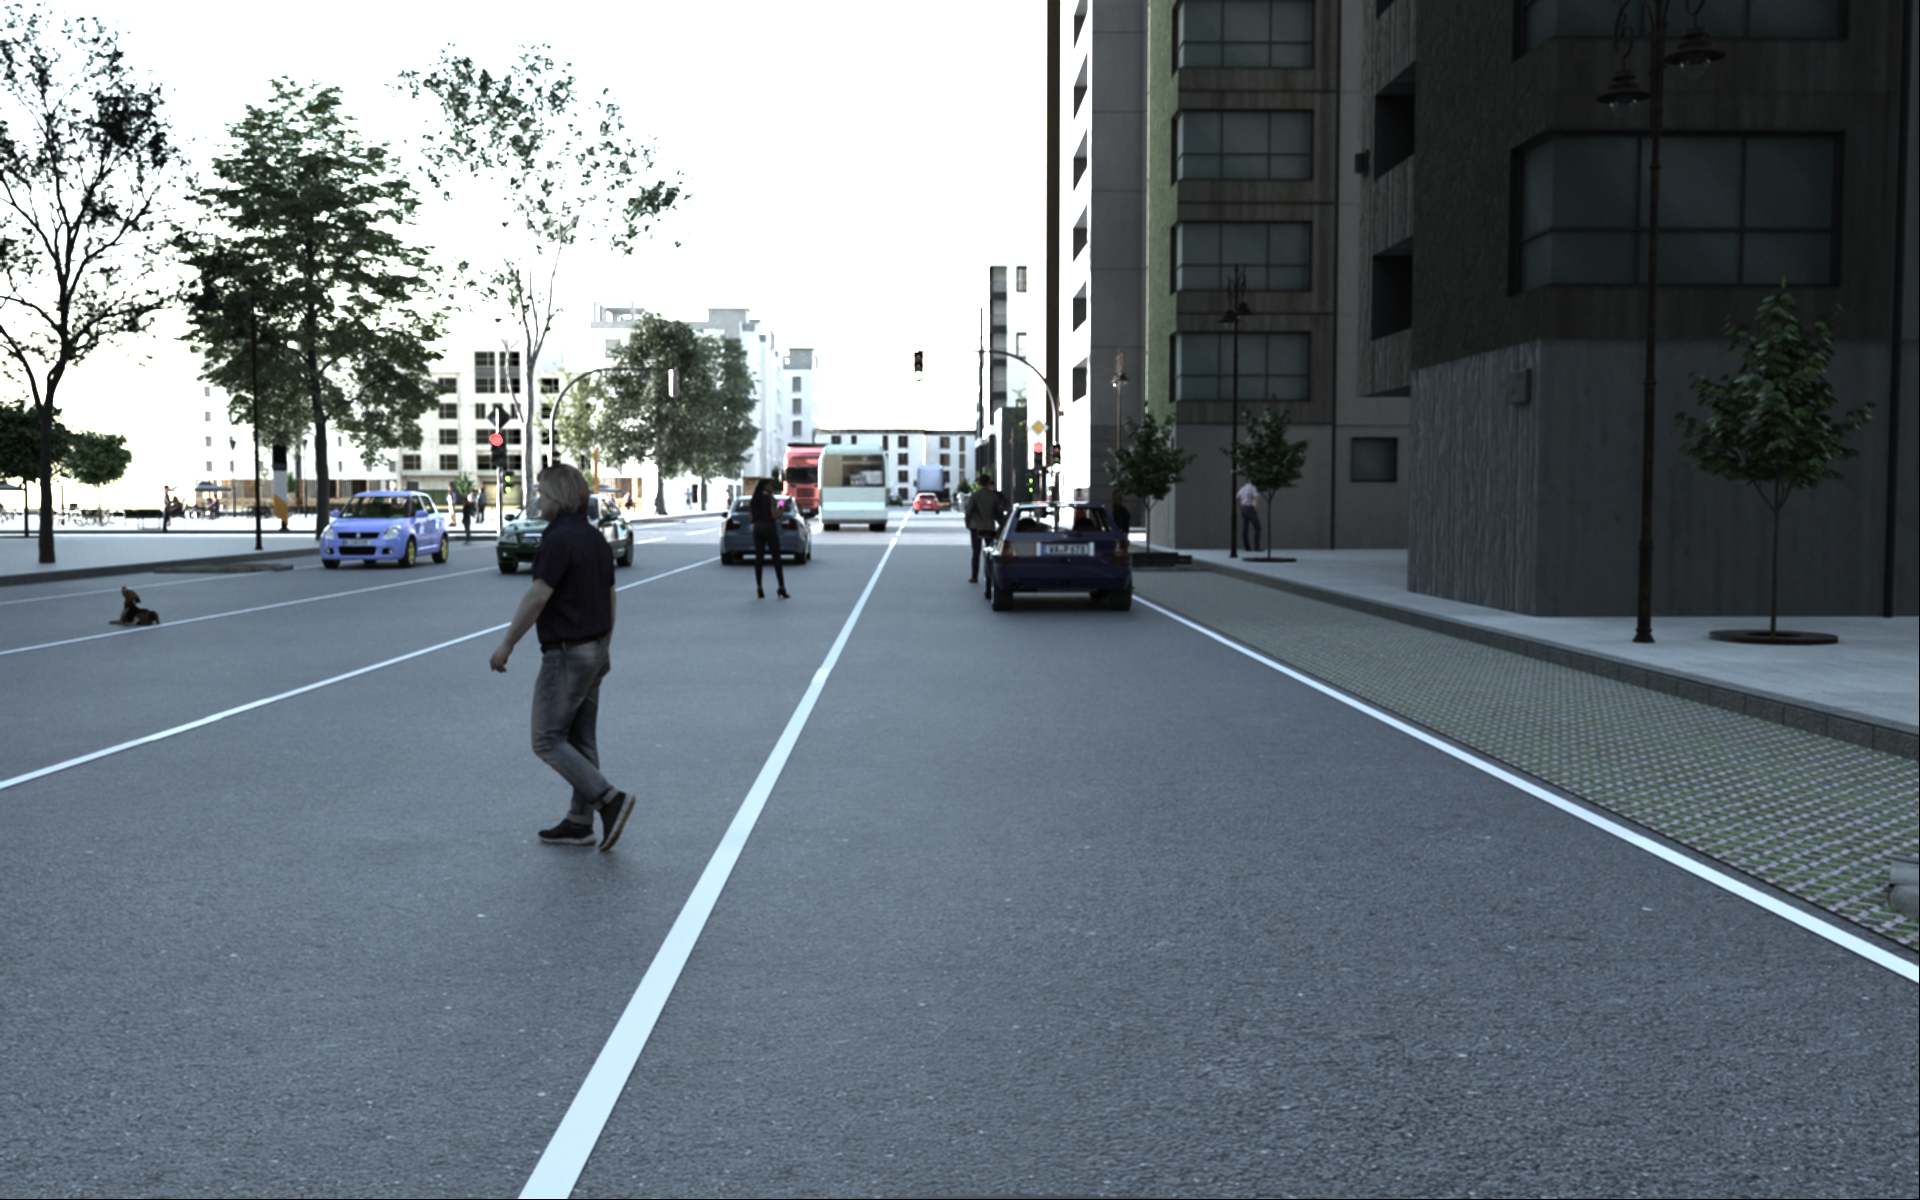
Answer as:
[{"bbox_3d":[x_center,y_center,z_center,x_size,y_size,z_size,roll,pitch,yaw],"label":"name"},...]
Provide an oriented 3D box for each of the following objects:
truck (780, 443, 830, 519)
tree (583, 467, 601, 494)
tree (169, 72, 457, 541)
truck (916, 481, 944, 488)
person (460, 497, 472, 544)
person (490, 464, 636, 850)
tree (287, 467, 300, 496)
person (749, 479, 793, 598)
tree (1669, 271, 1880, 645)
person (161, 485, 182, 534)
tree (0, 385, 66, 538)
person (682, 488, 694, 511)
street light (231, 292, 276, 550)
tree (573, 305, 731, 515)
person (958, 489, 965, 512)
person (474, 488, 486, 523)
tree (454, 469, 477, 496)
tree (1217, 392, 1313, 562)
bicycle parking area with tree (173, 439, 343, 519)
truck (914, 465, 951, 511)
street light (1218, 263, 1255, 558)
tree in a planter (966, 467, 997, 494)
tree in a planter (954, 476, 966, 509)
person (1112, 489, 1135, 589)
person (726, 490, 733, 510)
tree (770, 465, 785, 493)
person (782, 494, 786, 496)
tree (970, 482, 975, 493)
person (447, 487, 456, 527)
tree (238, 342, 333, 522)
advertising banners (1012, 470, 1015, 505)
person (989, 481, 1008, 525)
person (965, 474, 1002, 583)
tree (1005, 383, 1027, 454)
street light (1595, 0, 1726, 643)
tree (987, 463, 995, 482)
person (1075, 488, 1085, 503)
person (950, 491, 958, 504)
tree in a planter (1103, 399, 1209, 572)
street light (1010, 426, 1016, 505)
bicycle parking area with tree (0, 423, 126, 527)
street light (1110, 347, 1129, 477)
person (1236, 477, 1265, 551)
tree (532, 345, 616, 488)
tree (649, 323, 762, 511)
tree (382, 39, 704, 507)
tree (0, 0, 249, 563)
[{"bbox_3d":[-8.344,-6.686,98.228,2.839,4.237,11.283,0,3,0],"label":"truck"},{"bbox_3d":[-26.412,-7.836,122.726,1.663,3.219,1.824,0,3,0],"label":"tree"},{"bbox_3d":[-18.065,-7.921,47.628,7.486,12.596,7.792,0,3,0],"label":"tree"},{"bbox_3d":[-3.054,-11.316,174.780,2.967,4.110,18.799,0,4,-1],"label":"truck"},{"bbox_3d":[-14.130,-2.274,49.586,0.435,1.345,0.340,2,4,31],"label":"person"},{"bbox_3d":[-1.571,0.228,6.984,0.569,1.553,0.471,-3,5,-39],"label":"person"},{"bbox_3d":[-48.793,-8.045,126.134,1.663,3.219,1.824,0,3,0],"label":"tree"},{"bbox_3d":[-2.613,-0.856,23.972,0.593,1.643,0.415,-1,4,-14],"label":"person"},{"bbox_3d":[7.271,-1.257,15.151,1.663,3.219,1.824,0,3,0],"label":"tree"},{"bbox_3d":[-27.359,-3.124,60.115,0.750,1.759,0.617,-1,4,-16],"label":"person"},{"bbox_3d":[-27.646,-4.131,51.261,4.285,4.588,4.351,0,3,0],"label":"tree"},{"bbox_3d":[-20.218,-7.455,128.659,0.841,1.734,0.376,-1,4,-12],"label":"person"},{"bbox_3d":[-16.192,-4.100,39.826,0.468,5.910,1.993,0,4,-1],"label":"street light"},{"bbox_3d":[-18.287,-11.499,105.009,9.611,12.733,9.660,0,3,0],"label":"tree"},{"bbox_3d":[0.110,-7.756,135.462,0.875,1.805,0.789,-2,4,-28],"label":"person"},{"bbox_3d":[-21.055,-4.146,76.036,0.499,1.552,0.429,-2,4,-34],"label":"person"},{"bbox_3d":[-37.805,-8.428,132.393,1.663,3.219,1.824,0,3,0],"label":"tree"},{"bbox_3d":[5.960,-2.343,32.911,1.663,3.219,1.824,0,3,0],"label":"tree"},{"bbox_3d":[-36.519,-6.415,91.885,8.231,4.147,9.016,3,5,39],"label":"bicycle parking area with tree"},{"bbox_3d":[-2.460,-10.150,155.713,2.967,4.110,18.799,0,4,-3],"label":"truck"},{"bbox_3d":[5.534,-3.795,34.839,0.468,5.910,1.993,0,4,-1],"label":"street light"},{"bbox_3d":[1.617,-7.215,115.193,1.991,3.239,1.994,0,4,-1],"label":"tree in a planter"},{"bbox_3d":[0.460,-10.244,164.719,1.991,3.239,1.994,0,4,-1],"label":"tree in a planter"},{"bbox_3d":[2.327,-0.922,26.112,0.613,1.512,0.480,0,4,0],"label":"person"},{"bbox_3d":[-18.327,-7.971,137.833,0.566,1.644,0.517,2,4,28],"label":"person"},{"bbox_3d":[-20.511,-12.856,193.915,4.285,4.588,4.351,0,3,0],"label":"tree"},{"bbox_3d":[-6.365,-3.159,63.379,0.726,1.435,0.776,1,4,18],"label":"person"},{"bbox_3d":[2.027,-13.537,215.931,1.663,3.219,1.824,0,3,0],"label":"tree"},{"bbox_3d":[-20.039,-3.678,68.248,0.319,1.574,0.516,-2,4,-30],"label":"person"},{"bbox_3d":[-31.121,-7.897,79.479,4.360,8.622,3.978,0,3,0],"label":"tree"},{"bbox_3d":[3.313,-6.773,106.926,0.090,3.025,2.074,0,4,4],"label":"advertising banners"},{"bbox_3d":[0.936,-2.094,43.185,0.683,1.767,0.568,-1,4,-11],"label":"person"},{"bbox_3d":[0.372,-1.175,28.243,0.617,1.759,0.750,0,4,-2],"label":"person"},{"bbox_3d":[4.848,-9.353,103.284,4.737,8.622,4.395,0,3,0],"label":"tree"},{"bbox_3d":[5.925,-2.571,14.832,0.468,5.910,1.993,0,4,-1],"label":"street light"},{"bbox_3d":[3.821,-9.632,141.201,4.285,4.588,4.351,0,3,0],"label":"tree"},{"bbox_3d":[4.476,-3.416,64.354,0.523,1.526,0.387,-2,4,-33],"label":"person"},{"bbox_3d":[-0.590,-11.677,199.938,1.217,1.766,0.721,0,4,-1],"label":"person"},{"bbox_3d":[3.566,-2.169,32.687,1.991,3.239,1.994,0,4,-1],"label":"tree in a planter"},{"bbox_3d":[3.563,-8.861,117.662,0.468,5.910,1.993,0,4,-1],"label":"street light"},{"bbox_3d":[-37.733,-4.945,67.850,8.231,4.147,9.016,-3,5,-42],"label":"bicycle parking area with tree"},{"bbox_3d":[5.020,-5.004,54.607,0.468,5.910,1.993,0,4,-1],"label":"street light"},{"bbox_3d":[6.528,-1.951,38.876,0.436,1.711,0.756,-2,4,-27],"label":"person"},{"bbox_3d":[-18.634,-8.219,84.743,4.737,8.622,4.395,0,3,0],"label":"tree"},{"bbox_3d":[-19.470,-13.712,130.850,9.857,13.997,8.962,0,3,0],"label":"tree"},{"bbox_3d":[-16.584,-13.129,70.551,12.611,20.169,13.585,0,3,0],"label":"tree"},{"bbox_3d":[-17.019,-5.946,31.626,8.767,10.594,7.601,0,4,-5],"label":"tree"}]
